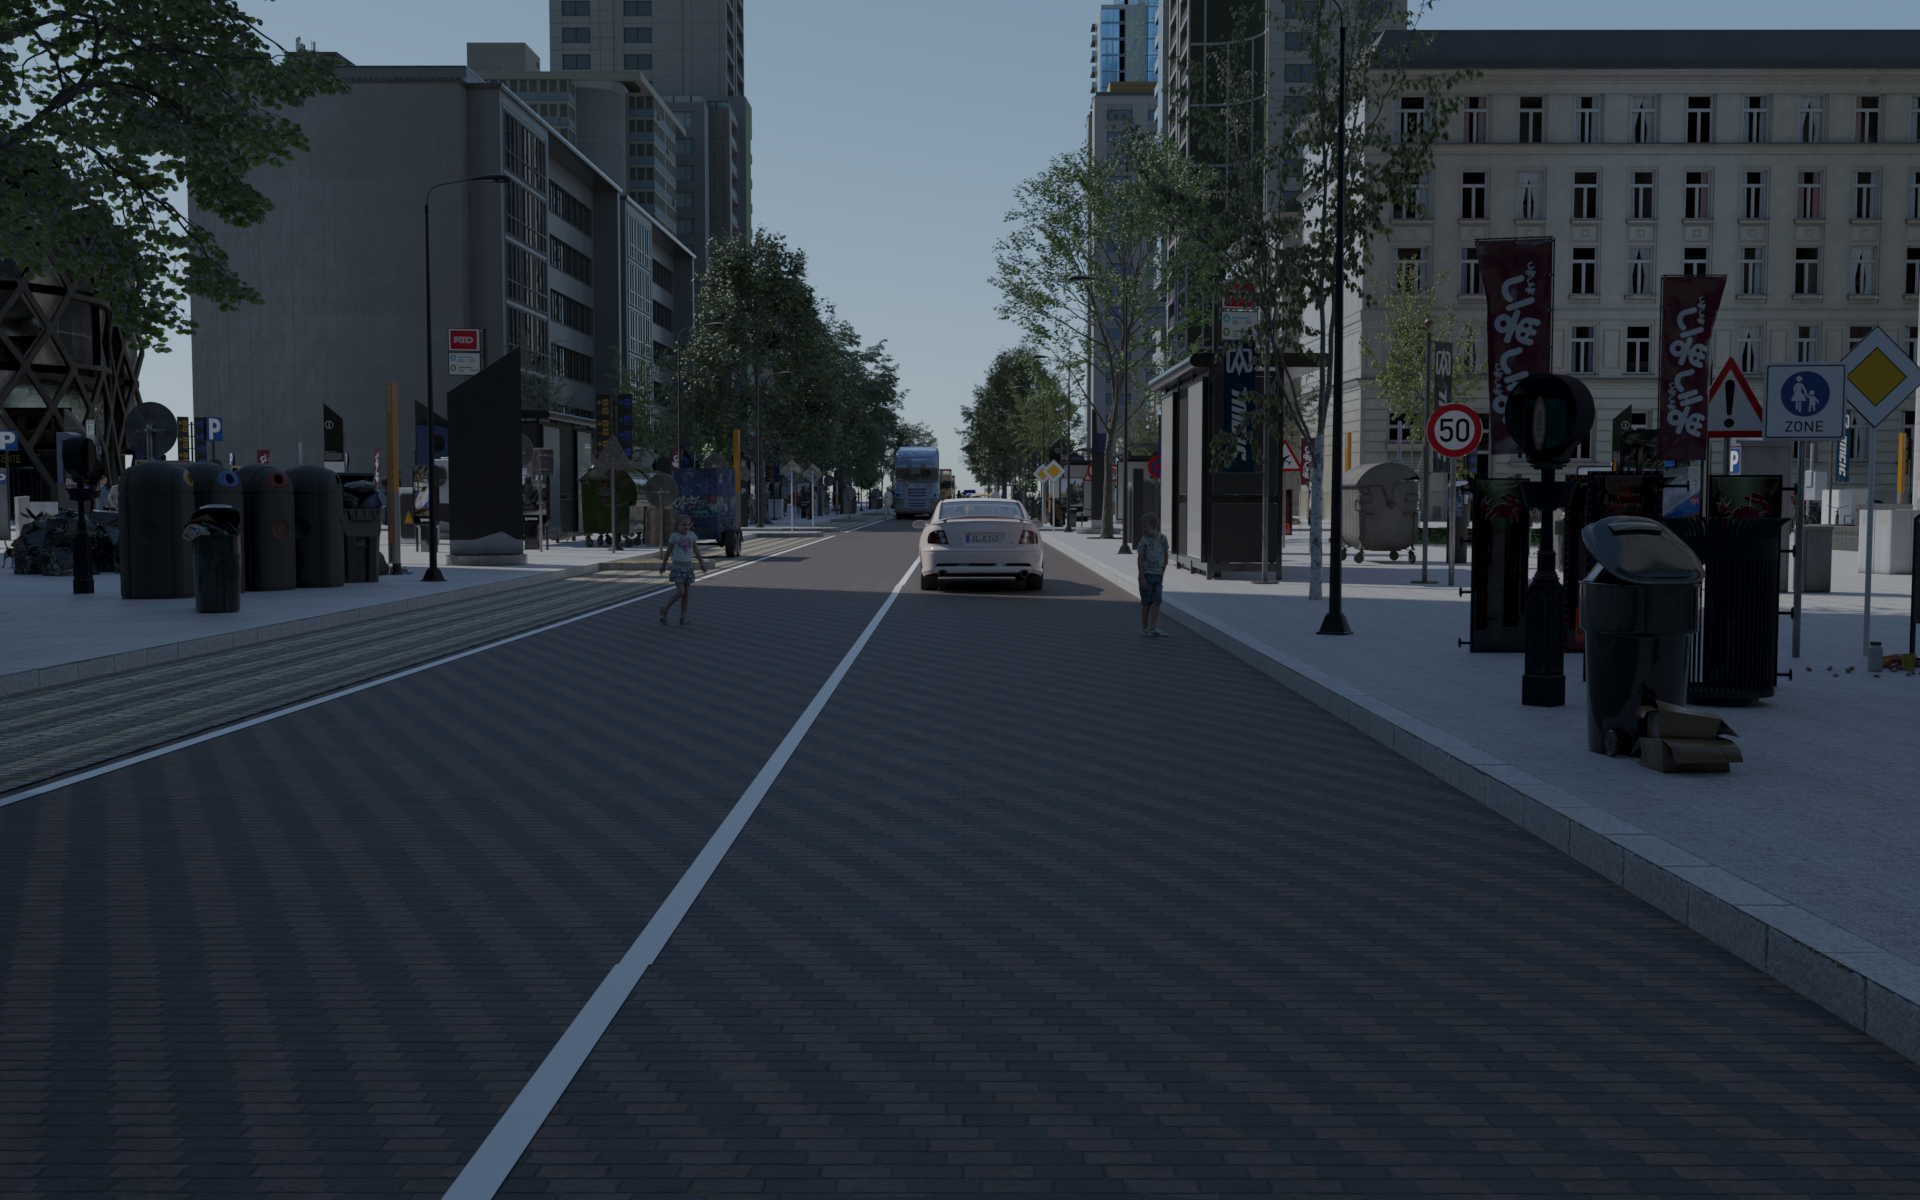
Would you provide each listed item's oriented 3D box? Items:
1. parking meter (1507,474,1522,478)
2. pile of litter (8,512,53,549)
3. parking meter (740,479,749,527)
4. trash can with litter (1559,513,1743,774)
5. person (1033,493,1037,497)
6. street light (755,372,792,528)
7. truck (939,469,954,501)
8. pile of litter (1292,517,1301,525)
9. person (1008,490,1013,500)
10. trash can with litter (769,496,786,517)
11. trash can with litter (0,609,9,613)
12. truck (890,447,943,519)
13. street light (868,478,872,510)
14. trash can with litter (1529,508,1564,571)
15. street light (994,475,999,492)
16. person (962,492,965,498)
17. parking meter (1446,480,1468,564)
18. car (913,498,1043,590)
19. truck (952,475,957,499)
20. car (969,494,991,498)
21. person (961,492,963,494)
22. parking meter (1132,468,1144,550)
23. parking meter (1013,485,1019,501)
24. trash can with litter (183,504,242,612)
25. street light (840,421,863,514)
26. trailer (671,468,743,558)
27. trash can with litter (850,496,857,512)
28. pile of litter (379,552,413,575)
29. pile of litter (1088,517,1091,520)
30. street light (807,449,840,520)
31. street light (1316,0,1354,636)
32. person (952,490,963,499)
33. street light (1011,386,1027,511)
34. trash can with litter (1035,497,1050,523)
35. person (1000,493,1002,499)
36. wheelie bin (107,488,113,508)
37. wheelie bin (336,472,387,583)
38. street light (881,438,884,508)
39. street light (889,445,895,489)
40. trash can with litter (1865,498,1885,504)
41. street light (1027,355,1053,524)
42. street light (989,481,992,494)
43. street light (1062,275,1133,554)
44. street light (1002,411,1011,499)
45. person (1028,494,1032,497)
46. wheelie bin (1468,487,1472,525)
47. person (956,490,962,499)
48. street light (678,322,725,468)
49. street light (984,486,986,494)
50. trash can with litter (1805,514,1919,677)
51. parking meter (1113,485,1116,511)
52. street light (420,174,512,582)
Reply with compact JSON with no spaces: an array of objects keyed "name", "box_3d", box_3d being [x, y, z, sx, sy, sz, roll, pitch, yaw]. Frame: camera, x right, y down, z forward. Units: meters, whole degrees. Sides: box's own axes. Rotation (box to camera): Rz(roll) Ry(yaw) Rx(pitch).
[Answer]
[{"name":"parking meter","box_3d":[16.107,-2.733,50.390,0.255,1.863,0.399,-2,4,-30]},{"name":"pile of litter","box_3d":[-22.022,-1.664,41.174,1.176,0.858,1.719,1,4,11]},{"name":"parking meter","box_3d":[-8.386,-3.748,66.987,0.399,1.863,0.255,-1,4,-21]},{"name":"trash can with litter","box_3d":[3.426,0.186,8.345,0.624,1.170,1.055,0,4,-6]},{"name":"person","box_3d":[10.173,-13.860,235.849,0.628,1.438,0.799,1,4,16]},{"name":"street light","box_3d":[-7.080,-5.703,65.780,1.470,5.913,1.316,0,4,0]},{"name":"truck","box_3d":[-2.202,-12.601,194.940,2.839,4.237,11.283,0,4,-1]},{"name":"pile of litter","box_3d":[13.788,-3.581,72.512,1.719,0.858,1.176,-3,4,-36]},{"name":"person","box_3d":[5.828,-11.261,190.164,1.348,1.824,0.705,-2,4,-34]},{"name":"trash can with litter","box_3d":[-10.458,-5.308,98.175,1.055,1.170,0.624,-3,5,-43]},{"name":"trash can with litter","box_3d":[-10.905,-0.407,17.711,1.678,1.210,2.233,3,5,44]},{"name":"truck","box_3d":[-2.314,-7.022,104.569,2.967,4.110,18.799,0,4,1]},{"name":"street light","box_3d":[-6.915,-9.670,130.650,1.470,5.913,1.316,0,4,0]},{"name":"trash can with litter","box_3d":[5.666,-0.270,15.798,0.624,1.170,1.055,-3,5,-44]},{"name":"street light","box_3d":[3.224,-8.881,117.747,1.470,5.913,1.316,0,4,0]},{"name":"person","box_3d":[0.344,-13.584,231.389,1.217,1.735,0.721,3,5,39]},{"name":"parking meter","box_3d":[9.186,-1.443,32.005,0.372,1.533,0.369,0,3,0]},{"name":"car","box_3d":[0.295,-0.912,27.276,2.083,1.381,4.827,0,4,-1]},{"name":"truck","box_3d":[-1.992,-16.625,260.738,2.839,4.237,11.283,0,4,-1]},{"name":"car","box_3d":[1.141,-5.055,92.873,2.015,1.641,3.980,0,4,-2]},{"name":"person","box_3d":[0.295,-15.516,262.919,1.217,1.736,0.721,0,4,4]},{"name":"parking meter","box_3d":[4.080,-2.082,39.753,0.255,1.863,0.399,0,4,4]},{"name":"parking meter","box_3d":[3.520,-6.293,108.603,0.399,1.863,0.255,0,3,0]},{"name":"trash can with litter","box_3d":[-8.219,-0.463,18.964,0.624,1.170,1.055,-2,4,-30]},{"name":"street light","box_3d":[-6.950,-8.363,109.273,1.470,5.913,1.316,0,4,0]},{"name":"trailer","box_3d":[-5.755,-1.921,38.463,1.471,1.999,3.904,0,4,1]},{"name":"trash can with litter","box_3d":[-7.511,-6.664,120.338,0.624,1.170,1.055,-1,4,-17]},{"name":"pile of litter","box_3d":[-9.628,-0.840,27.694,1.719,0.858,1.176,1,4,23]},{"name":"pile of litter","box_3d":[6.952,-4.853,93.313,1.176,0.858,1.719,0,4,-7]},{"name":"street light","box_3d":[-6.960,-6.991,86.838,1.470,5.913,1.316,0,4,0]},{"name":"street light","box_3d":[2.897,-2.640,15.709,1.470,5.913,1.316,0,4,0]},{"name":"person","box_3d":[-0.158,-8.146,142.403,1.217,1.735,0.721,-1,4,-22]},{"name":"street light","box_3d":[3.050,-6.247,74.680,1.470,5.913,1.316,0,4,0]},{"name":"trash can with litter","box_3d":[3.853,-4.028,77.244,0.624,1.170,1.055,-3,5,-42]},{"name":"person","box_3d":[6.973,-17.168,289.969,0.421,1.427,0.697,0,4,2]},{"name":"wheelie bin","box_3d":[-42.941,-4.826,86.806,0.980,1.594,0.693,0,4,-1]},{"name":"wheelie bin","box_3d":[-8.791,-1.058,25.200,0.980,1.594,0.693,-3,5,-43]},{"name":"street light","box_3d":[-6.878,-10.393,142.469,1.470,5.913,1.316,0,4,0]},{"name":"street light","box_3d":[-6.842,-11.677,163.463,1.470,5.913,1.316,0,4,0]},{"name":"trash can with litter","box_3d":[26.497,-2.351,49.827,1.055,1.170,0.624,-1,4,-23]},{"name":"street light","box_3d":[3.094,-5.219,57.879,1.470,5.913,1.316,0,4,0]},{"name":"street light","box_3d":[3.327,-11.123,154.394,1.470,5.913,1.316,0,4,0]},{"name":"street light","box_3d":[2.988,-3.935,36.885,1.470,5.913,1.316,0,4,0]},{"name":"street light","box_3d":[3.129,-7.573,96.359,1.470,5.913,1.316,0,4,0]},{"name":"person","box_3d":[9.637,-14.155,240.666,0.628,1.438,0.799,-1,4,-12]},{"name":"wheelie bin","box_3d":[20.964,-3.938,72.299,0.980,1.594,0.693,0,4,-8]},{"name":"person","box_3d":[-0.096,-9.250,159.838,0.705,1.812,1.348,-1,4,-23]},{"name":"street light","box_3d":[-7.068,-4.556,47.025,1.470,5.913,1.316,0,4,0]},{"name":"street light","box_3d":[3.350,-13.703,196.586,1.470,5.913,1.316,0,4,0]},{"name":"trash can with litter","box_3d":[7.299,-0.062,12.069,1.678,1.210,2.233,-3,5,-42]},{"name":"parking meter","box_3d":[9.786,-6.354,109.592,0.255,1.863,0.399,2,4,24]},{"name":"street light","box_3d":[-7.199,-3.225,25.274,1.470,5.913,1.316,0,4,0]}]
